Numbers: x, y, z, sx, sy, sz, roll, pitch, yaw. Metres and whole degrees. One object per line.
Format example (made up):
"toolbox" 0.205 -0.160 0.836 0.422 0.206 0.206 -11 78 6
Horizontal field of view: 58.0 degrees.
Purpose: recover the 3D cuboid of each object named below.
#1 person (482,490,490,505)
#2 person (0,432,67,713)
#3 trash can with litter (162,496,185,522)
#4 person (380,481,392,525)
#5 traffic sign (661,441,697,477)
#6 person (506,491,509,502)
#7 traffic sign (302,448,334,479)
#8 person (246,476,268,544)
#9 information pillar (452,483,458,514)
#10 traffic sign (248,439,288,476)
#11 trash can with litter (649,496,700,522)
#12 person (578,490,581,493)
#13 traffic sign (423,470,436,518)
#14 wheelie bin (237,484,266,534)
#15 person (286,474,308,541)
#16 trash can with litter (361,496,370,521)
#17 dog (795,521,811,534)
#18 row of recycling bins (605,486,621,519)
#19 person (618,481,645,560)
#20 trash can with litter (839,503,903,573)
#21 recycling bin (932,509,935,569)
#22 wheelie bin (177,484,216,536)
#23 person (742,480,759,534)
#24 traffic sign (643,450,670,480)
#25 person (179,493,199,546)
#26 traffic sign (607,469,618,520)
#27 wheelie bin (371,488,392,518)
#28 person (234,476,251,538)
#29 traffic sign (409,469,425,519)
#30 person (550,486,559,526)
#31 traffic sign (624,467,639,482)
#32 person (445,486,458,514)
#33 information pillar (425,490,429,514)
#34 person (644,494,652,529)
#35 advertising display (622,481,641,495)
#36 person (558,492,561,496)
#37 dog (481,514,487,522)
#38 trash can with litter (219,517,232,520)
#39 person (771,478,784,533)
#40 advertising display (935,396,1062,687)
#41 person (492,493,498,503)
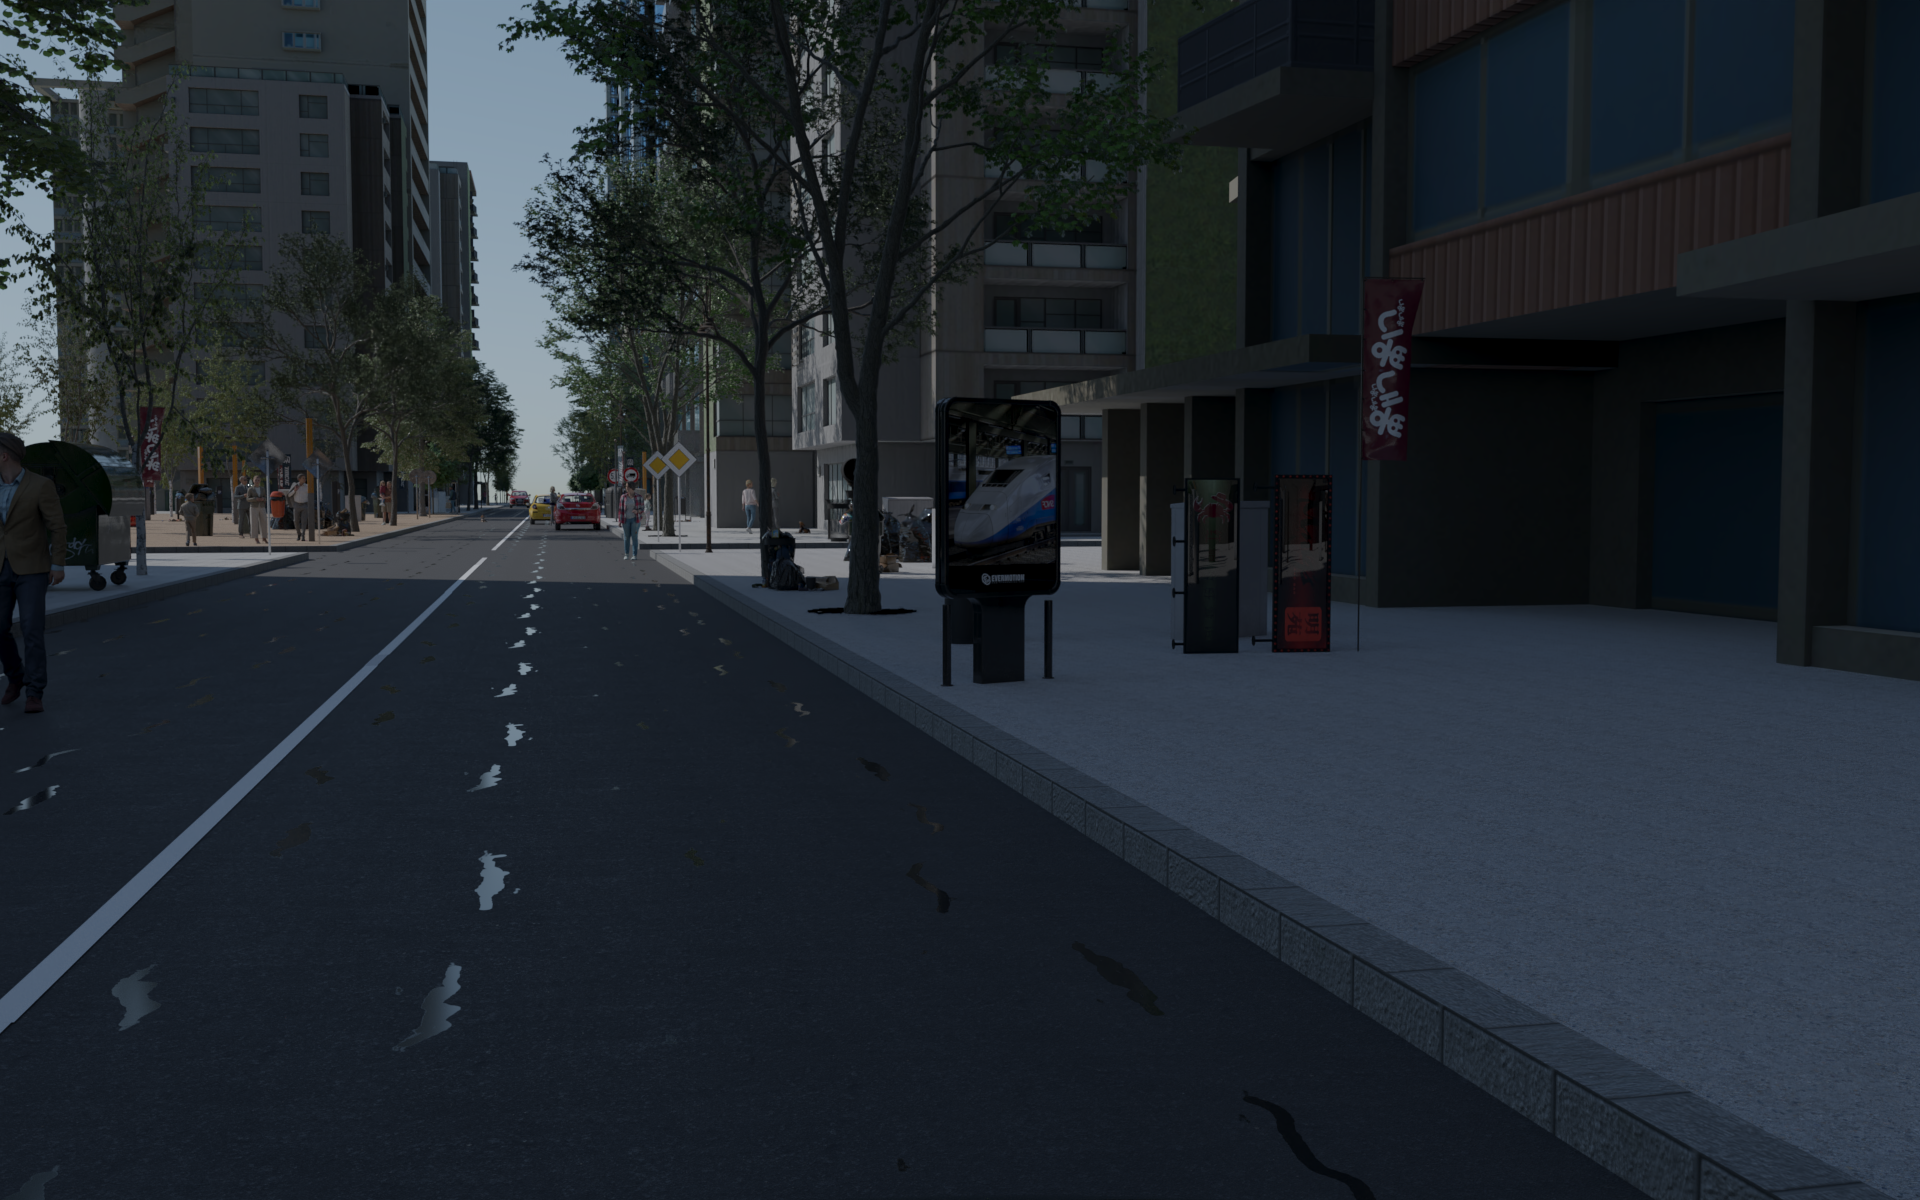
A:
"person" -57.625 -12.429 209.979 1.217 1.743 0.721 -2 4 -32
"person" -6.328 -0.193 11.572 0.656 1.842 0.836 -2 4 -28
"trash can with litter" -36.543 -4.294 81.266 1.678 1.210 2.233 -1 4 -20
"person" -23.745 -4.014 71.638 0.573 1.828 0.580 3 5 42
"traffic sign" -6.202 -2.215 38.407 0.795 2.593 0.064 -1 4 -13
"person" -69.503 -15.853 265.754 1.217 1.766 0.721 3 4 38
"traffic sign" -16.402 -2.572 44.239 0.795 2.593 0.064 -1 4 -13
"person" -18.186 -2.342 44.881 0.519 1.759 0.362 -3 5 -43
"information pillar" -32.845 -6.614 112.632 0.304 2.012 0.304 0 4 6
"traffic sign" -14.573 -2.096 36.466 0.795 2.593 0.064 -1 4 -13
"trash can with litter" -13.285 -4.225 80.129 2.233 1.210 1.678 1 4 9
"person" -46.195 -12.513 210.639 1.348 1.824 0.705 -3 4 -38
"traffic sign" -28.464 -5.674 92.883 0.768 2.556 0.104 0 4 -6
"wheelie bin" -22.879 -2.936 55.919 0.980 1.594 0.693 2 4 29
"person" -18.063 -2.522 47.375 0.679 1.850 0.850 -1 4 -19
"trash can with litter" -28.580 -4.338 82.313 0.624 1.170 1.055 1 4 10
"dog" -5.125 -2.361 56.343 0.550 0.427 0.748 0 4 0
"row of recycling bins" -18.210 -5.189 91.957 1.069 1.692 3.534 -1 4 -20
"person" -7.140 -1.733 37.677 0.563 1.720 0.643 0 4 2
"trash can with litter" -1.433 -1.030 28.233 0.624 1.170 1.055 2 4 32
"recycling bin" 0.004 -1.057 29.833 0.722 1.027 0.722 -3 5 -41
"wheelie bin" -23.187 -2.754 52.943 0.693 1.594 0.980 1 4 17
"person" -6.729 -2.996 55.692 0.731 1.740 0.598 1 4 16
"traffic sign" -8.031 -2.691 46.180 0.795 2.593 0.064 -1 4 -13
"person" -19.017 -1.984 42.747 0.475 1.303 0.640 -1 4 -16
"traffic sign" -17.274 -5.302 86.801 0.768 2.556 0.104 0 4 -5
"wheelie bin" -33.253 -5.623 99.845 0.693 1.594 0.980 2 4 33
"person" -20.665 -2.689 50.189 0.590 1.801 0.661 2 4 31
"traffic sign" -27.485 -5.356 87.674 0.768 2.556 0.104 -1 4 -11
"person" -18.307 -4.256 78.266 0.526 1.800 0.537 2 4 26
"traffic sign" -15.618 -5.025 82.262 0.768 2.556 0.104 0 4 -7
"person" -32.586 -6.422 111.021 0.713 1.824 0.794 1 4 16
"information pillar" -34.511 -6.570 111.910 0.304 2.012 0.304 -2 4 -29
"person" -11.269 -3.195 62.565 0.425 1.301 0.394 3 5 39
"advertising display" -15.947 -4.821 84.040 0.974 1.923 0.123 1 4 20
"person" -43.035 -10.779 186.209 0.415 1.643 0.593 2 4 33
"dog" -24.320 -4.187 88.651 0.550 0.427 0.748 2 4 27
"trash can with litter" -36.037 -4.596 86.197 1.678 1.210 2.233 2 4 29
"person" -6.067 -3.081 56.608 0.526 1.800 0.537 -2 4 -29
"advertising display" 0.266 -0.400 11.762 0.974 1.923 0.123 -2 4 -34
"person" -63.651 -13.940 237.179 0.599 1.433 0.991 2 4 33
